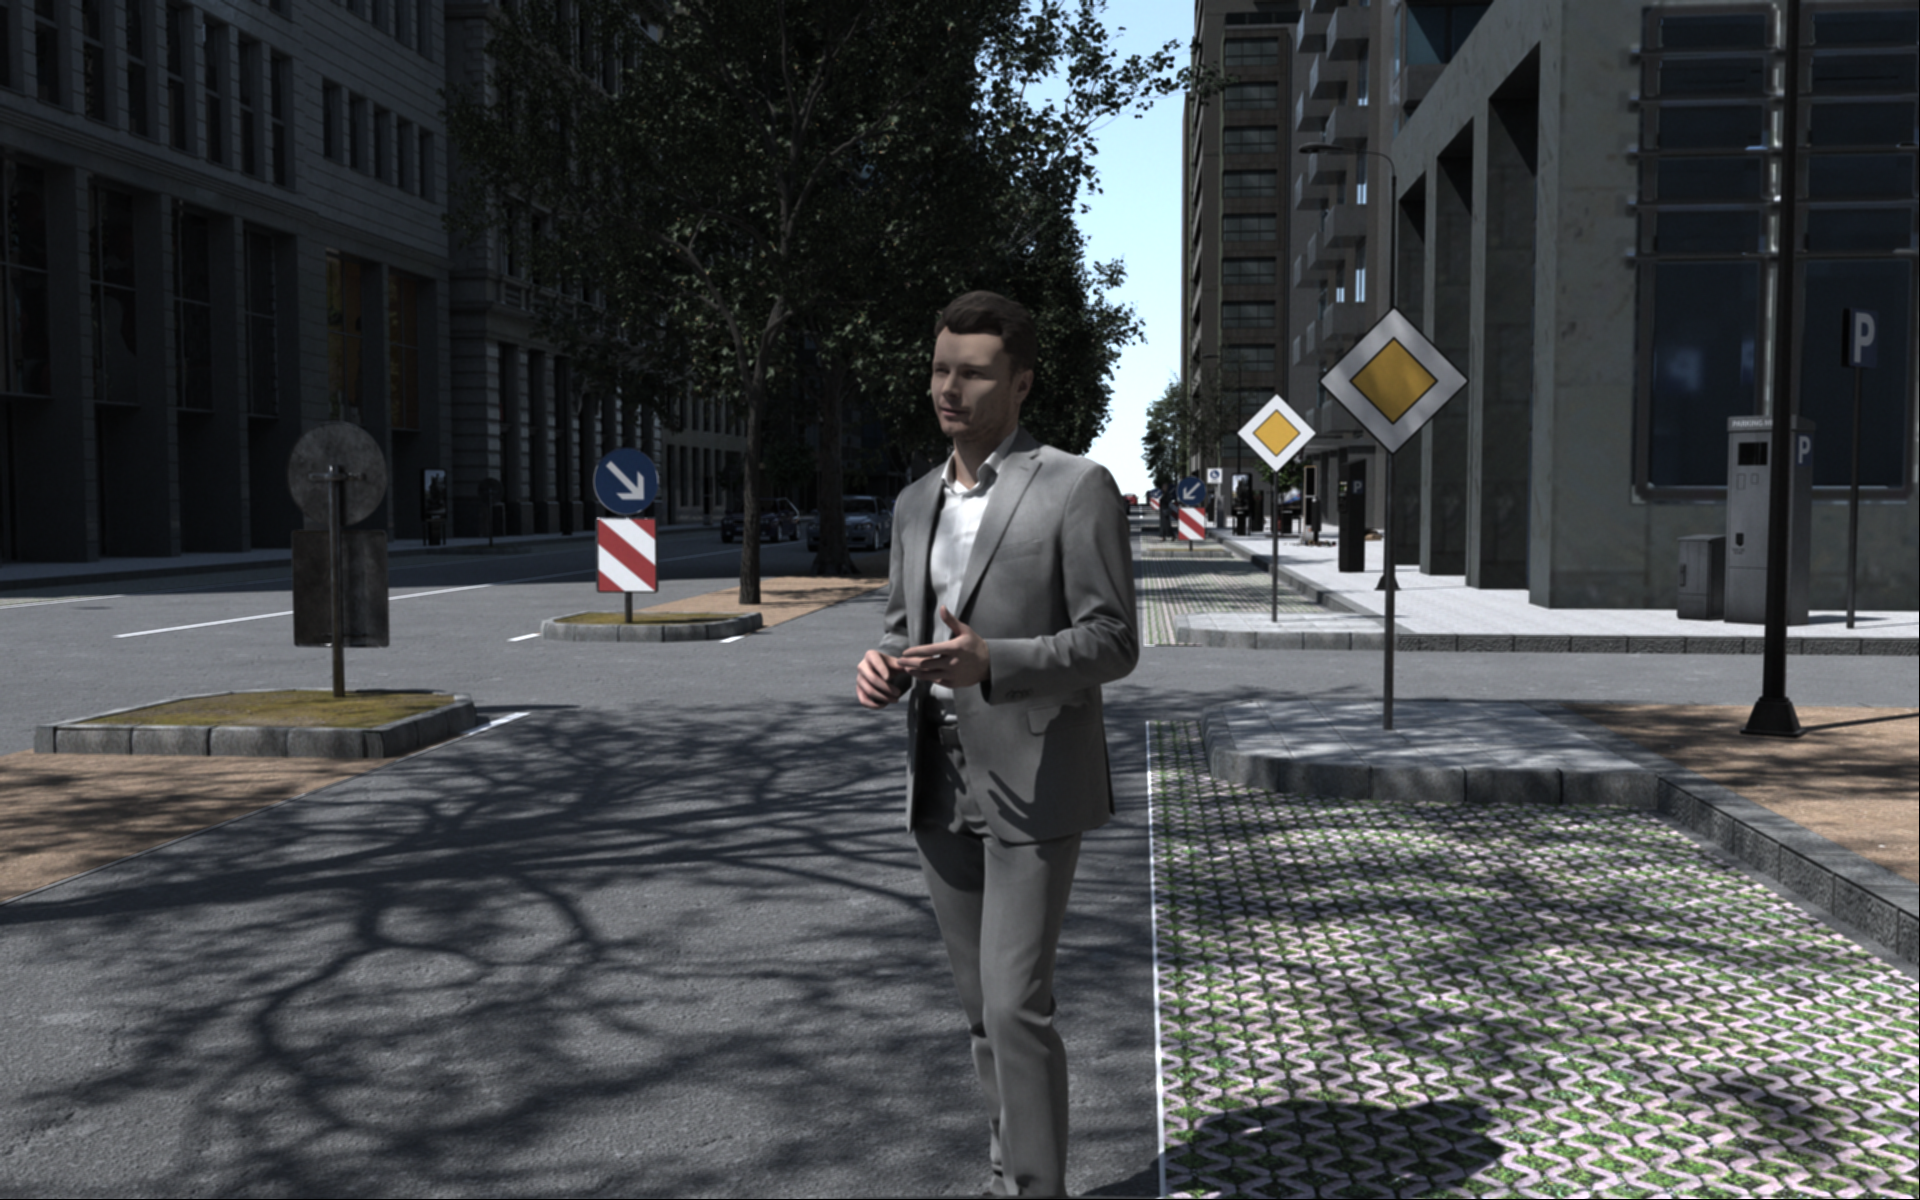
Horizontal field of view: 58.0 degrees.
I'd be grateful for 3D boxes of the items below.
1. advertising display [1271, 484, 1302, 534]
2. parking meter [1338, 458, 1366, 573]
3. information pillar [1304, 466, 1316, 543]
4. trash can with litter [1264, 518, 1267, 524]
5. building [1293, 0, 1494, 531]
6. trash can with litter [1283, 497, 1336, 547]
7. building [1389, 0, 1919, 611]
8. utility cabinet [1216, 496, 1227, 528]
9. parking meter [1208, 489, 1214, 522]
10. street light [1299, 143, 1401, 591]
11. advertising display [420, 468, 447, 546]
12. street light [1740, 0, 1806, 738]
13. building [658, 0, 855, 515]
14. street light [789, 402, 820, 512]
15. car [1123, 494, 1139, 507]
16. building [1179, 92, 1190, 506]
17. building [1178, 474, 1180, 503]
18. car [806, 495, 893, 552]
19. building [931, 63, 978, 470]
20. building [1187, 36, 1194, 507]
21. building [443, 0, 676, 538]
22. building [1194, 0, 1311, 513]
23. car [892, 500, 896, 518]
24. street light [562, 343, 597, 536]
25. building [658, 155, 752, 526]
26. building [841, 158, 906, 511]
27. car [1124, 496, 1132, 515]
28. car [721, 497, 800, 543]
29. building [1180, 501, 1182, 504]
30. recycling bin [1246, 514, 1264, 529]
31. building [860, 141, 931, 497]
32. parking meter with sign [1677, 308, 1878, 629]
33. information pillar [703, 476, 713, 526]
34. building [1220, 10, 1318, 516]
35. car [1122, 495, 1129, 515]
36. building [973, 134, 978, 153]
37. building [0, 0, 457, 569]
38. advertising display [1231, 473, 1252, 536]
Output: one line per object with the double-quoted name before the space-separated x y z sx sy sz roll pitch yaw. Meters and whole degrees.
"advertising display" 10.482 -3.081 55.582 0.974 1.923 0.123 1 4 14
"parking meter" 6.417 -1.386 28.375 0.399 1.863 0.255 -2 4 -25
"information pillar" 9.227 -2.519 45.671 0.304 2.012 0.304 1 4 9
"trash can with litter" 12.692 -3.826 73.944 0.624 1.170 1.055 -2 4 -32
"building" 25.297 -27.439 68.243 23.786 49.044 30.456 0 4 6
"trash can with litter" 8.774 -1.951 42.964 1.678 1.210 2.233 0 4 5
"building" 23.142 -43.640 26.181 31.000 86.520 22.319 0 4 6
"utility cabinet" 10.031 -3.380 66.420 0.306 1.237 1.020 1 4 15
"parking meter" 11.663 -4.392 80.225 0.372 1.533 0.369 0 3 0
"street light" 5.182 -3.088 23.038 1.470 5.913 1.316 0 4 6
"advertising display" -13.092 -2.317 43.096 0.123 1.923 0.974 1 4 17
"street light" 3.819 -2.240 9.165 1.470 5.913 1.316 0 4 6
"building" -18.883 -27.838 109.774 22.147 44.769 28.867 0 4 6
"street light" -8.083 -7.047 87.758 1.470 5.913 1.316 0 4 6
"car" 19.085 -11.369 194.925 2.155 1.783 4.494 0 4 5
"building" 31.176 -32.943 188.722 14.600 45.320 14.200 0 4 6
"building" 41.152 -56.233 232.084 22.319 86.520 31.000 0 4 6
"car" -2.764 -1.998 44.663 2.014 1.417 4.499 0 4 6
"building" -13.170 -36.944 193.276 28.713 52.752 27.495 0 4 6
"building" 27.894 -29.012 157.934 14.154 41.232 14.086 0 4 6
"building" -17.556 -14.115 59.653 11.050 23.489 19.941 0 4 6
"building" 27.857 -30.657 124.939 21.300 48.544 21.600 0 4 6
"car" -2.583 -5.007 91.448 1.945 1.707 3.694 0 4 5
"street light" -11.660 -4.953 53.525 1.470 5.913 1.316 0 4 6
"building" -16.291 -13.659 78.083 10.420 20.320 16.860 0 4 6
"building" -20.934 -27.224 136.991 32.217 40.220 23.993 0 4 6
"car" 10.989 -6.615 120.731 1.945 1.354 3.894 0 4 5
"car" -5.964 -2.408 51.945 1.945 1.354 3.894 0 4 7
"building" 37.355 -35.647 206.523 21.300 48.544 21.600 0 4 6
"recycling bin" 10.869 -3.189 64.693 0.722 1.027 0.722 -2 4 -28
"building" -10.340 -30.900 155.324 14.600 45.320 14.200 0 4 6
"parking meter with sign" 7.993 -1.274 17.091 0.543 3.016 1.738 -3 4 -38
"information pillar" -10.239 -4.027 70.339 0.304 2.012 0.304 1 4 13
"building" 23.034 -20.532 107.405 14.160 30.474 14.107 0 4 6
"car" 10.342 -6.381 116.334 2.014 1.417 4.499 0 4 7
"building" -7.052 -36.833 221.832 23.786 49.044 30.456 0 4 6
"building" -21.458 -15.744 34.905 11.434 29.767 29.804 0 4 6
"advertising display" 8.665 -2.940 53.291 0.123 1.923 0.974 -2 4 -24
